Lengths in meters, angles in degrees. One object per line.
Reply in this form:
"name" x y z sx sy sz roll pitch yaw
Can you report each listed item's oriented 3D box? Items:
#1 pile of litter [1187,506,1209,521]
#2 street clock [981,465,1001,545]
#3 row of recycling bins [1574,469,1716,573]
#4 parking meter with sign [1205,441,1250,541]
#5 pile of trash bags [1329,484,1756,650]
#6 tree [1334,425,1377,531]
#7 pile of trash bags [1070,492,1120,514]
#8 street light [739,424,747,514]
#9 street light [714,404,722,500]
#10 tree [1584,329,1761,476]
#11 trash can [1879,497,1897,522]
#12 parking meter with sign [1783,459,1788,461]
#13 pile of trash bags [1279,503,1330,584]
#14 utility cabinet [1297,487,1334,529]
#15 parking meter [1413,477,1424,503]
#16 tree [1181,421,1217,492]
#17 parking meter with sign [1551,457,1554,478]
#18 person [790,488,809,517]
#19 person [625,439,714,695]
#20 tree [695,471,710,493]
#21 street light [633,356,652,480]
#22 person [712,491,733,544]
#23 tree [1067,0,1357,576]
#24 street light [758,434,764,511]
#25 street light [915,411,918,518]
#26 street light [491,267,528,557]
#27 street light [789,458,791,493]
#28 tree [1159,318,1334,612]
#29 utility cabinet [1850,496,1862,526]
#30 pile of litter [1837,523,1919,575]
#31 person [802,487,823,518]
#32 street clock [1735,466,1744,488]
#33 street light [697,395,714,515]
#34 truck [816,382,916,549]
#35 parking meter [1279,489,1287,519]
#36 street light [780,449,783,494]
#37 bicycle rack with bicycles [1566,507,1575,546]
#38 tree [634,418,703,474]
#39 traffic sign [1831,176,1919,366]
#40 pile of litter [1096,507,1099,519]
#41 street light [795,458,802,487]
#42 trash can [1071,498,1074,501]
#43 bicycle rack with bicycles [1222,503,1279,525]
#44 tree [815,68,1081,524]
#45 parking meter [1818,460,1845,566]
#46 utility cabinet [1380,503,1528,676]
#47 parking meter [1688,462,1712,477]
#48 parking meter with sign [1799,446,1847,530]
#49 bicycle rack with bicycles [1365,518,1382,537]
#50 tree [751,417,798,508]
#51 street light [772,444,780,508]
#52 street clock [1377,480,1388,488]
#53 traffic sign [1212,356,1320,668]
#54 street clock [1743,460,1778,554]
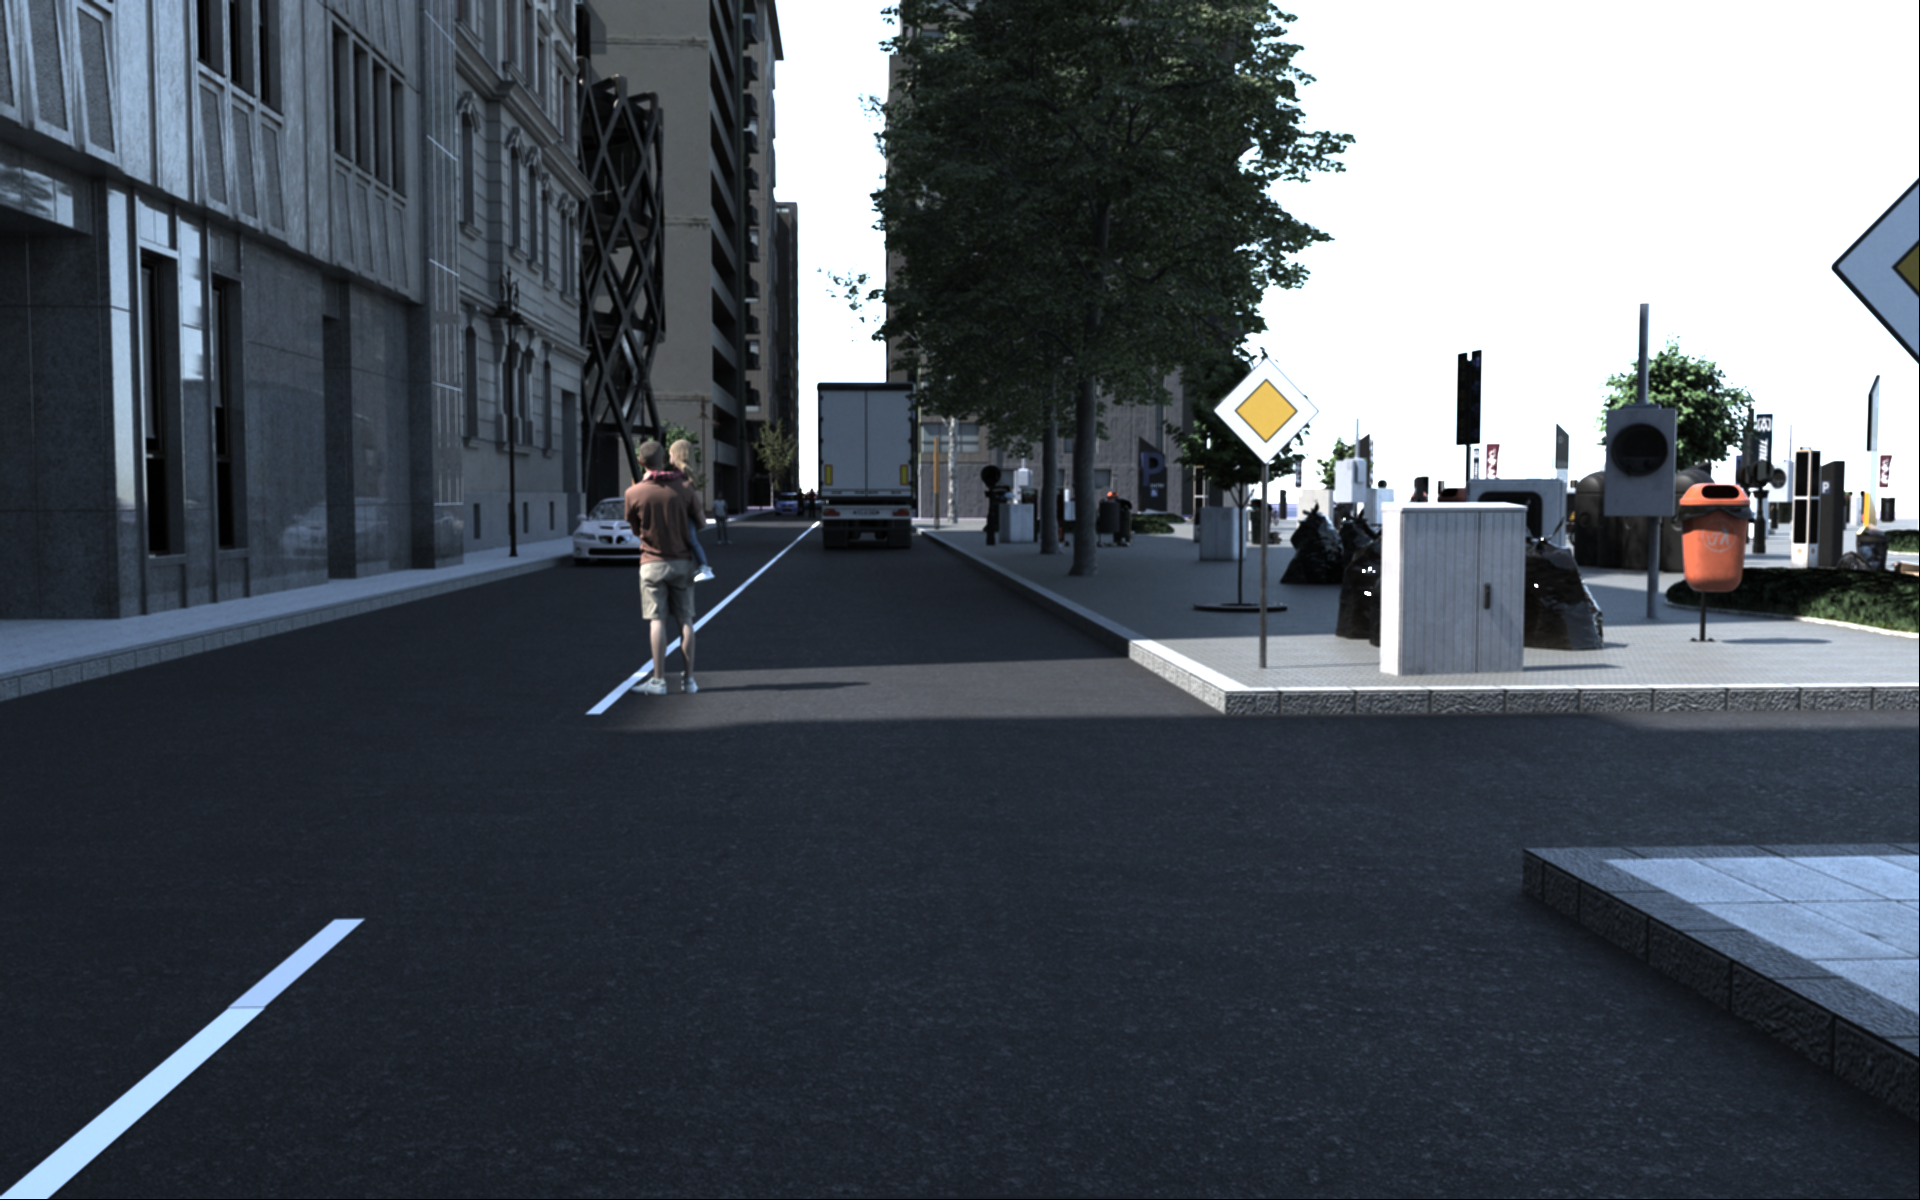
"pile of litter" 11.719 -4.230 83.125 1.719 0.858 1.176 1 4 23
"street clock" 0.773 -2.383 43.526 0.471 2.002 0.358 -1 4 -11
"row of recycling bins" 11.660 -1.377 29.632 1.069 1.692 3.534 -1 4 -10
"parking meter with sign" 7.554 -3.118 47.238 1.738 3.016 0.543 1 4 15
"pile of trash bags" 5.056 -0.323 15.038 3.447 1.369 1.912 0 4 8
"tree" 10.682 -3.321 48.894 1.663 3.219 1.824 0 3 0
"pile of trash bags" 6.108 -4.525 83.738 3.447 1.369 1.912 -1 4 -21
"street light" -14.002 -8.481 111.457 0.468 5.910 1.993 0 4 -4
"street light" -12.460 -7.089 88.688 0.468 5.910 1.993 0 4 -4
"tree" 14.042 -3.106 34.502 4.285 4.588 4.351 0 3 0
"trash can" 42.807 -4.175 79.910 0.748 1.137 0.748 0 3 0
"parking meter with sign" 41.516 -5.457 85.478 0.543 3.016 1.738 -2 4 -26
"pile of trash bags" 6.004 -0.875 24.058 1.912 1.369 3.447 -2 4 -24
"utility cabinet" 11.385 -2.865 55.522 1.173 1.500 0.318 3 5 42
"parking meter" 15.296 -3.186 57.795 0.255 1.863 0.399 0 4 -1
"tree" 9.660 -4.823 62.574 4.285 4.588 4.351 0 3 0
"parking meter with sign" 27.005 -5.218 81.574 1.738 3.016 0.543 1 4 17
"person" -10.096 -6.201 109.820 1.348 1.831 0.705 0 4 3
"person" -2.080 -0.248 12.523 0.573 1.828 0.580 2 4 26
"tree" -13.227 -5.585 85.913 1.663 3.219 1.824 0 3 0
"street light" -10.629 -5.220 58.131 0.468 5.910 1.993 0 4 -4
"person" -6.824 -2.360 49.687 0.523 1.515 0.503 3 4 38
"tree" 2.385 -6.667 27.126 7.486 12.596 7.792 0 3 0
"street light" -15.465 -9.884 134.389 0.468 5.910 1.993 0 4 -4
"street light" -2.354 -7.435 94.355 0.468 5.910 1.993 0 4 -4
"street light" -9.162 -3.827 35.356 0.468 5.910 1.993 0 4 -4
"street light" -19.210 -13.592 195.017 0.468 5.910 1.993 0 4 -4
"tree" 2.989 -1.501 19.145 1.663 3.219 1.824 0 3 0
"utility cabinet" 36.734 -3.659 70.992 0.306 1.237 1.020 3 4 36
"pile of litter" 13.365 -0.669 24.902 1.719 0.858 1.176 -1 4 -12
"person" -8.869 -5.842 103.947 1.348 1.831 0.705 -1 4 -19
"street clock" 20.282 -2.459 44.775 0.471 2.002 0.358 -1 4 -22
"street light" -11.947 -6.602 80.723 0.468 5.910 1.993 0 4 -4
"truck" -2.576 -3.664 48.816 2.839 4.237 11.283 0 4 -2
"parking meter" 16.530 -4.905 88.608 0.372 1.533 0.369 0 3 0
"street light" -17.720 -12.165 171.693 0.468 5.910 1.993 0 4 -4
"bicycle rack with bicycles" 16.008 -2.033 46.626 2.852 0.926 2.925 0 4 6
"tree" -12.598 -5.578 74.913 4.285 4.588 4.351 0 3 0
"traffic sign" 2.729 -0.067 4.737 0.795 2.450 0.064 0 4 -4
"pile of litter" 5.863 -3.450 70.367 1.719 0.858 1.176 0 4 8
"street light" -20.529 -14.992 217.901 0.468 5.910 1.993 0 4 -4
"trash can" 4.593 -3.330 66.093 0.748 1.137 0.748 0 3 0
"bicycle rack with bicycles" 11.808 -3.558 71.562 2.852 0.926 2.925 0 4 1
"tree" 0.130 -13.453 75.846 12.611 20.169 13.585 0 3 0
"parking meter" 15.192 -1.499 30.217 0.255 1.863 0.399 -1 4 -11
"utility cabinet" 3.551 -0.079 12.458 1.020 1.237 0.306 -1 4 -16
"parking meter" 13.446 -1.580 31.543 0.399 1.863 0.255 -2 4 -25
"parking meter with sign" 31.140 -4.047 62.426 0.543 3.016 1.738 -2 4 -24
"bicycle rack with bicycles" 10.371 -1.536 38.499 2.852 0.926 2.925 -3 5 -42
"tree" -17.519 -13.039 163.557 4.737 8.622 4.395 0 3 0
"street light" -16.824 -11.266 156.978 0.468 5.910 1.993 0 4 -4
"street clock" 21.197 -5.040 86.972 0.471 2.002 0.358 -1 4 -18
"traffic sign" 2.230 -0.554 12.707 0.795 2.450 0.064 0 4 -4
"street clock" 17.234 -2.002 37.298 0.471 2.002 0.358 0 4 -3
